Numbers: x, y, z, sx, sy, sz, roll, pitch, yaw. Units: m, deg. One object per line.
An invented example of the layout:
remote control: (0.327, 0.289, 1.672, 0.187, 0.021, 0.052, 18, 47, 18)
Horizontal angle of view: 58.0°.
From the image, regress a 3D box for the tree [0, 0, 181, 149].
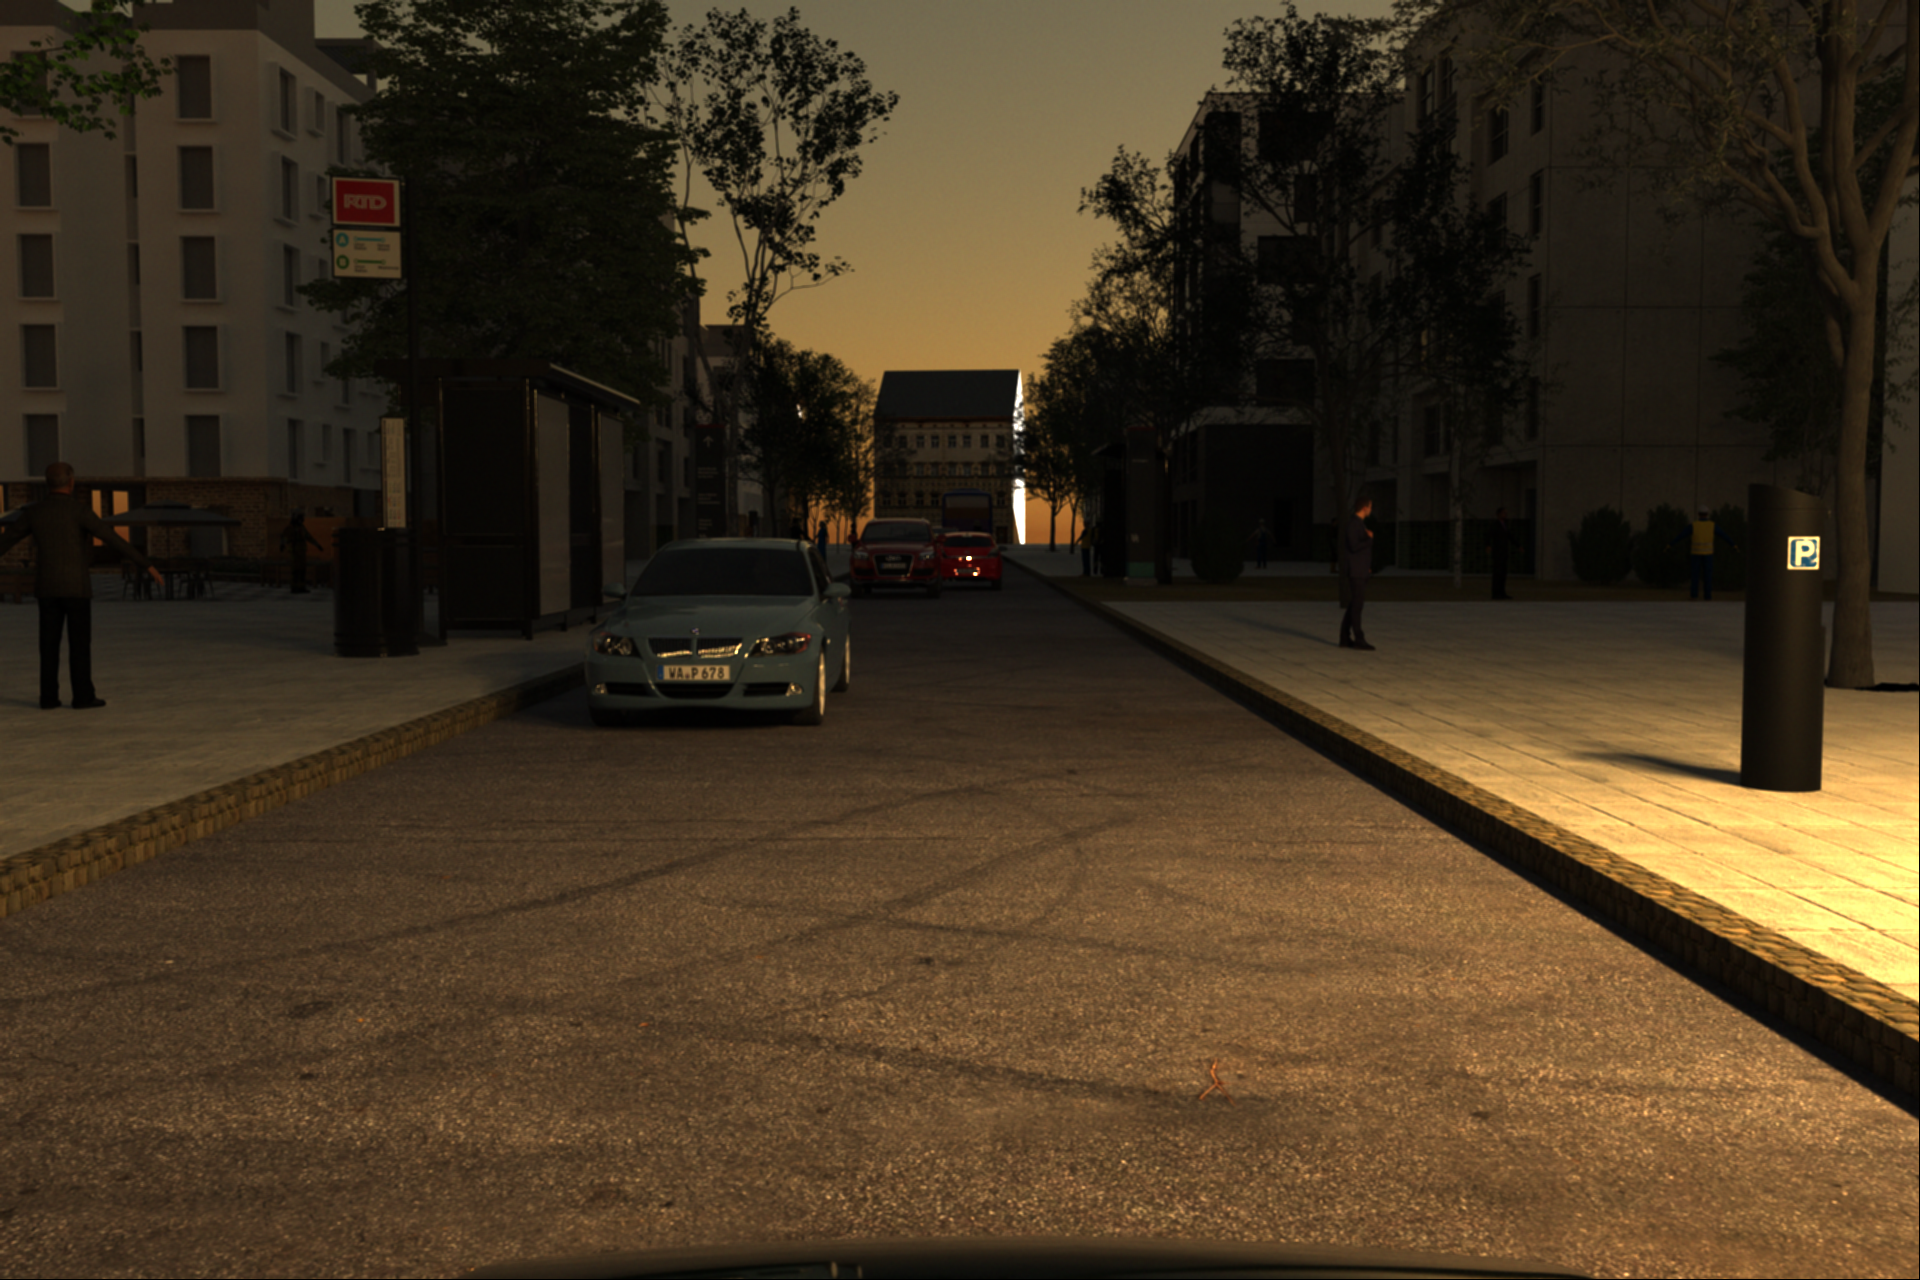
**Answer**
tree: (-8.042, -5.228, 11.240, 9.928, 11.665, 9.643, 0, 3, 0)

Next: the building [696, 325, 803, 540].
building: (-27.289, -21.871, 188.516, 19.493, 23.208, 18.063, 0, 4, 0)

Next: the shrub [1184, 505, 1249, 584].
shrub: (6.613, -2.457, 44.592, 1.690, 2.028, 1.600, 0, 3, 0)

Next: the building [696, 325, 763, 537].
building: (-24.426, -18.427, 157.707, 16.016, 20.090, 11.380, 0, 3, 0)

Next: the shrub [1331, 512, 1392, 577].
shrub: (11.813, -2.868, 50.929, 1.661, 2.075, 1.752, 0, 3, 0)

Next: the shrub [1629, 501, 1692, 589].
shrub: (16.724, -2.263, 41.036, 1.661, 2.075, 1.752, 0, 3, 0)

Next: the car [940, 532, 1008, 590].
car: (0.185, -2.229, 45.486, 2.155, 1.783, 4.494, 0, 4, 0)

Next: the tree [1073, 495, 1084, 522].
tree: (17.080, -17.162, 230.962, 4.737, 8.622, 4.395, 0, 3, 0)

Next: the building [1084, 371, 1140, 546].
building: (22.672, -19.466, 184.725, 16.747, 18.905, 31.486, 0, 4, 0)

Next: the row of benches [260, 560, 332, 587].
row of benches: (-15.001, -1.659, 42.582, 4.104, 0.672, 1.422, 0, 4, -3)

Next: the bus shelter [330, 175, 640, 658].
bus shelter: (-5.963, -2.724, 22.173, 2.179, 5.291, 8.768, 0, 4, 0)

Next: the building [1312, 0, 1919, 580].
building: (24.497, -12.034, 63.213, 16.747, 18.905, 31.486, 0, 4, 0)

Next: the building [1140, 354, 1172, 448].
building: (26.476, -19.950, 157.114, 19.493, 23.208, 18.063, 0, 4, 0)

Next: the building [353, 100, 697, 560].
building: (-23.924, -13.465, 86.608, 16.747, 18.905, 31.486, 0, 3, 0)

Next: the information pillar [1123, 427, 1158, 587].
information pillar: (4.390, -3.226, 42.119, 0.750, 3.857, 0.750, 0, 4, -2)

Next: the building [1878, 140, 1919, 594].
building: (24.856, -5.044, 24.613, 9.099, 9.664, 28.070, 0, 4, 0)

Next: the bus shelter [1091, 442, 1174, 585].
bus shelter: (4.645, -3.413, 47.079, 1.731, 3.624, 6.357, 0, 3, 0)

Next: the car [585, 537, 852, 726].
car: (-1.882, -0.152, 14.480, 2.014, 1.417, 4.499, 0, 4, 0)

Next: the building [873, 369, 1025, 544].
building: (-1.079, -24.301, 230.705, 18.063, 23.208, 19.493, 0, 4, 6)

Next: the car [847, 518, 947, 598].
car: (-1.436, -1.935, 40.317, 2.281, 1.827, 5.304, 0, 4, 0)

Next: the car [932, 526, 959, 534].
car: (-0.842, -4.608, 84.009, 2.281, 1.827, 5.304, 0, 4, 0)

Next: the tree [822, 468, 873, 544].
tree: (-14.984, -18.100, 230.351, 7.601, 10.594, 8.767, 1, 4, 8)

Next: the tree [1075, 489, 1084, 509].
tree: (18.510, -18.202, 223.364, 9.928, 11.665, 9.643, 0, 3, 0)

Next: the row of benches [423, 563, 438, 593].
row of benches: (-11.072, -1.325, 37.133, 4.104, 0.672, 1.422, 1, 4, 23)

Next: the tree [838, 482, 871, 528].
tree: (-13.681, -16.699, 223.388, 4.737, 8.622, 4.395, 0, 3, 0)

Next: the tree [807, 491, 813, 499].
tree: (-21.171, -16.813, 225.258, 4.737, 8.622, 4.395, 0, 3, 0)

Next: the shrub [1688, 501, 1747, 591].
shrub: (17.291, -2.114, 38.980, 1.690, 2.028, 1.600, 0, 3, 0)

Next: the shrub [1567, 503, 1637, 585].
shrub: (16.176, -2.417, 43.560, 1.661, 2.075, 1.752, 0, 3, 0)

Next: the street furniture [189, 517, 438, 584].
street furniture: (-17.758, -2.559, 48.697, 11.010, 1.723, 9.812, -3, 5, -44)

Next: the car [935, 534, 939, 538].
car: (-1.230, -3.537, 68.054, 2.015, 1.641, 3.980, 0, 4, 0)

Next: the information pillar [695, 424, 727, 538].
information pillar: (-5.909, -3.166, 41.141, 0.750, 3.857, 0.750, 0, 3, 0)

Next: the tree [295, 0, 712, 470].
tree: (-8.290, -6.989, 32.390, 7.486, 12.596, 7.792, 0, 3, 0)

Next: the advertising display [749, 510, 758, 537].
advertising display: (-5.693, -2.602, 47.757, 0.123, 1.923, 0.974, 0, 4, 1)

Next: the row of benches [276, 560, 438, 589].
row of benches: (-14.174, -1.560, 40.964, 4.104, 0.672, 1.422, 1, 4, 13)

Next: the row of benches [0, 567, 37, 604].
row of benches: (-18.736, -1.068, 32.921, 4.104, 0.672, 1.422, 2, 4, 30)

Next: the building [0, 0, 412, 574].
building: (-26.928, -12.261, 56.883, 16.016, 20.090, 11.380, 0, 3, 0)

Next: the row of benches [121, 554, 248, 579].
row of benches: (-22.950, -2.208, 51.557, 1.422, 0.672, 4.104, 2, 4, 27)

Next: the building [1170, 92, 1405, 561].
building: (25.522, -15.461, 96.755, 27.936, 21.610, 32.646, 0, 4, 0)
